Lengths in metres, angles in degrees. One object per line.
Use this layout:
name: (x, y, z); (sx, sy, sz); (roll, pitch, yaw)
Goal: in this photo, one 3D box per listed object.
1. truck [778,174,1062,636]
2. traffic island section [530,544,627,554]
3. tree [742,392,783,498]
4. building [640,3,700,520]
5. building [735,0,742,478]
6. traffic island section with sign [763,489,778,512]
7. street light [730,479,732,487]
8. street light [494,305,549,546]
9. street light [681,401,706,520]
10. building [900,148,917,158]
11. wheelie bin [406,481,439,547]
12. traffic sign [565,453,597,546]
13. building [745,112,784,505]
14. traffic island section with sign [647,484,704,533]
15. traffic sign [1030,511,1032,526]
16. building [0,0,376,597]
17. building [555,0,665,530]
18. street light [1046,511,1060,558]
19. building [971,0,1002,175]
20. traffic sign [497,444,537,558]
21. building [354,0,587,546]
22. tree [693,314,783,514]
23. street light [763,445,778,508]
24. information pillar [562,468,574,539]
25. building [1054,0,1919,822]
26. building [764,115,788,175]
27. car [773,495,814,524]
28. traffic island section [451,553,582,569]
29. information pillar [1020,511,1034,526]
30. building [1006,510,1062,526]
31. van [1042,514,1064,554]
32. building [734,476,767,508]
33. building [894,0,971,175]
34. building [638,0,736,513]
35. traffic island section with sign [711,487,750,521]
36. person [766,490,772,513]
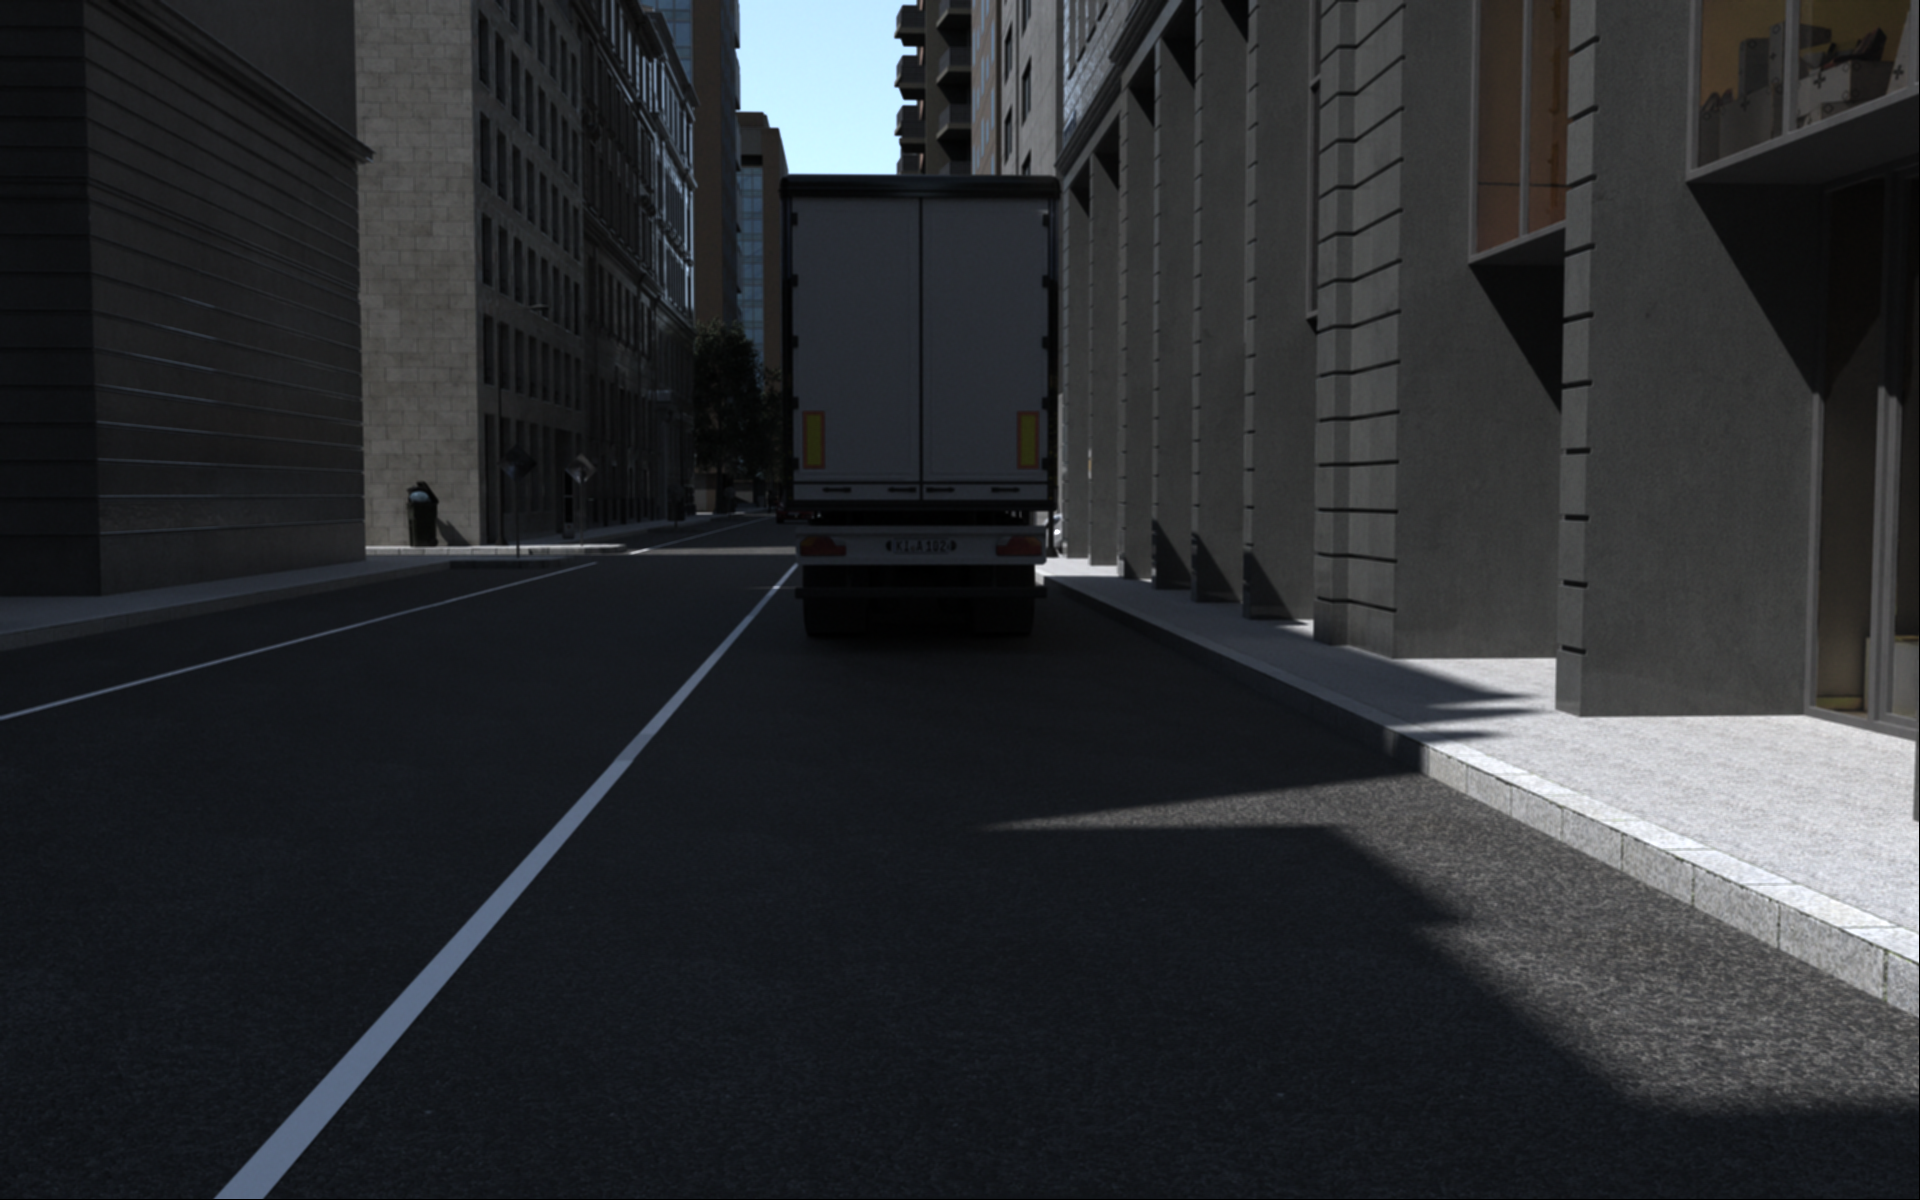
truck: (-0.527, -1.952, 20.827); (2.839, 4.237, 11.283); (0, 4, -2)
traffic island section: (-9.329, -1.245, 42.630); (2.009, 0.180, 2.903); (0, 4, -3)
tree: (-21.230, -16.791, 192.655); (7.486, 12.596, 7.792); (0, 3, 0)
building: (-21.544, -18.812, 93.483); (13.634, 28.700, 20.117); (0, 4, -3)
building: (-32.323, -33.906, 143.605); (28.713, 52.752, 27.495); (0, 4, -3)
traffic island section with sign: (-15.133, -8.141, 141.740); (1.989, 1.847, 2.006); (0, 4, -3)
street light: (-15.236, -8.971, 119.211); (1.470, 5.913, 1.316); (0, 4, -3)
street light: (-10.791, -4.290, 42.678); (1.470, 5.913, 1.316); (0, 4, -3)
street light: (-13.287, -6.946, 86.107); (1.470, 5.913, 1.316); (0, 4, -3)
building: (3.432, -36.651, 218.846); (23.786, 49.044, 30.456); (0, 4, -3)
wheelie bin: (-13.014, -2.079, 41.892); (0.693, 1.594, 0.980); (-2, 4, -32)
traffic sign: (-9.306, -2.381, 42.569); (0.795, 2.450, 0.064); (0, 4, -3)
building: (-28.108, -34.056, 206.919); (14.600, 45.320, 14.200); (0, 4, -3)
traffic island section with sign: (-10.659, -3.456, 65.129); (1.989, 1.847, 2.006); (0, 4, -3)
traffic sign: (1.437, -1.929, 35.175); (0.795, 2.450, 0.064); (0, 4, -3)
building: (-22.642, -11.280, 26.231); (24.055, 21.916, 13.314); (0, 4, -3)
building: (-19.656, -16.744, 71.028); (12.463, 27.353, 25.104); (0, 4, -3)
street light: (1.297, -3.810, 34.830); (1.470, 5.913, 1.316); (0, 4, -3)
building: (7.821, -25.779, 71.603); (14.600, 45.320, 14.200); (0, 4, -3)
traffic sign: (-8.841, -1.893, 34.598); (0.795, 2.450, 0.064); (0, 4, -3)
building: (-17.492, -11.949, 50.115); (10.420, 20.320, 16.860); (0, 4, -3)
tree: (-15.377, -11.832, 110.456); (9.611, 12.733, 9.660); (0, 3, 0)
street light: (-17.878, -11.693, 163.715); (1.470, 5.913, 1.316); (0, 4, -3)
information pillar: (-11.229, -2.759, 49.609); (0.304, 2.012, 0.304); (-1, 4, -20)
building: (8.311, -14.835, 20.042); (11.434, 29.767, 29.804); (0, 4, -3)
building: (-33.220, -36.741, 224.420); (21.300, 48.544, 21.600); (0, 4, -3)
car: (-8.124, -4.684, 85.625); (2.155, 1.783, 4.494); (0, 4, -3)
traffic island section: (-8.864, -0.757, 34.658); (2.009, 0.180, 2.903); (0, 4, -3)
information pillar: (1.636, -2.317, 42.369); (0.304, 2.012, 0.304); (1, 4, 16)
building: (12.206, -37.423, 50.112); (20.611, 71.187, 20.563); (0, 4, -3)
van: (3.802, -1.920, 38.411); (4.112, 2.044, 2.013); (0, 4, -2)
building: (-35.629, -29.230, 169.790); (32.217, 40.220, 23.993); (0, 4, -3)
building: (7.253, -27.471, 103.778); (22.147, 44.769, 28.867); (0, 4, -3)
building: (-23.375, -28.954, 123.508); (14.600, 45.320, 14.200); (0, 4, -3)
traffic island section with sign: (-12.246, -5.124, 92.405); (1.989, 1.847, 2.006); (0, 4, -3)
person: (-14.359, -7.371, 129.731); (0.721, 1.735, 1.217); (0, 4, 2)
